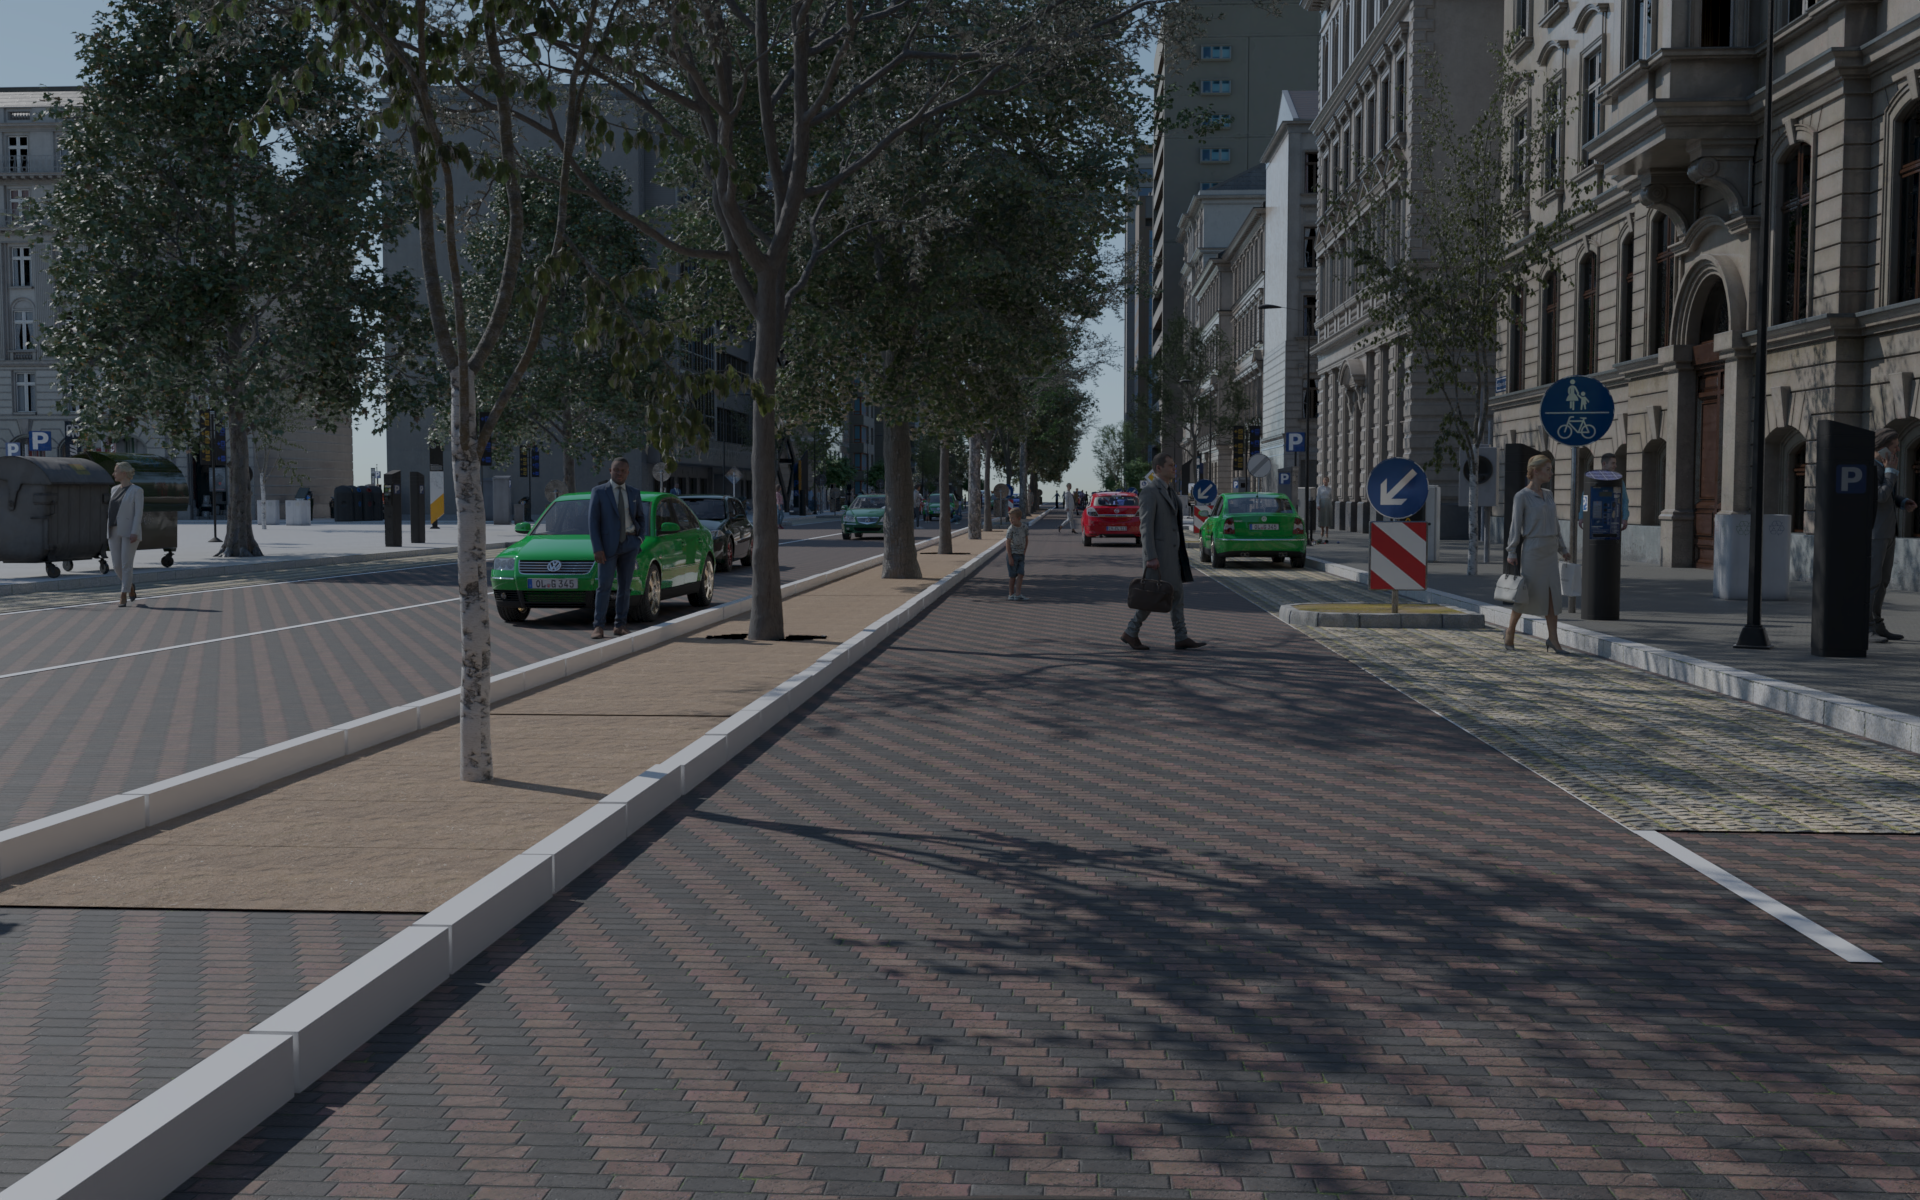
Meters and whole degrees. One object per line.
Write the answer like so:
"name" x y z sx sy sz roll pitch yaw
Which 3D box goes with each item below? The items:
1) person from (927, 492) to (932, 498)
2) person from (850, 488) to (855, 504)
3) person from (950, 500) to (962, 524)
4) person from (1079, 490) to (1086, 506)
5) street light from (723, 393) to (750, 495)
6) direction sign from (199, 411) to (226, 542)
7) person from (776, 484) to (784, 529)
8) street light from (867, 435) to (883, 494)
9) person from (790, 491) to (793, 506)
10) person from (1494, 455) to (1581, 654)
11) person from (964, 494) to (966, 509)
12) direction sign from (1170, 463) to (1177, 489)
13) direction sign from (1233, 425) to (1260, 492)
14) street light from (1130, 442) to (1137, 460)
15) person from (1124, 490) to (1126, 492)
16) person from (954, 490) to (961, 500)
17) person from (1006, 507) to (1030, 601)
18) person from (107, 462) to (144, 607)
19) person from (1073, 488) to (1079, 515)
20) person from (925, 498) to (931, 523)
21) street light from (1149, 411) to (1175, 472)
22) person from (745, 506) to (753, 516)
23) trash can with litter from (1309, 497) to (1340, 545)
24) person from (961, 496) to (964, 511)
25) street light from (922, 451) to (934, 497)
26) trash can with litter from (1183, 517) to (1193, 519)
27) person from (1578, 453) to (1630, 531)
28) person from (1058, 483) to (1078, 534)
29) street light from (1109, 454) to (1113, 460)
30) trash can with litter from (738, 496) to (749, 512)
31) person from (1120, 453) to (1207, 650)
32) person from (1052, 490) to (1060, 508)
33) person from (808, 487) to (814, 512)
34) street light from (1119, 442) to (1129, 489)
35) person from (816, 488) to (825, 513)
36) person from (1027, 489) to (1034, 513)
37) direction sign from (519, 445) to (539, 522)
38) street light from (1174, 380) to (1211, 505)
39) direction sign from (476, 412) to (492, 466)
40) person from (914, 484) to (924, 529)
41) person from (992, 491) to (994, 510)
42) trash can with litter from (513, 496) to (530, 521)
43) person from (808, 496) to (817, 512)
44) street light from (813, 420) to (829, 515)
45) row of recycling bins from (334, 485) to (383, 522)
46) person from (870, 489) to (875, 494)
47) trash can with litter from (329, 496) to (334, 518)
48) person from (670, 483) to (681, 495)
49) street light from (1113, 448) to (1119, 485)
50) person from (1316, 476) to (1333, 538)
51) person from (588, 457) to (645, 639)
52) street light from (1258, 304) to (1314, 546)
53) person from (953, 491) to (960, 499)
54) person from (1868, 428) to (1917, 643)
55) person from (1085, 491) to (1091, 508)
"person" -3.039 -9.894 171.730 0.593 1.643 0.415 -1 4 -17
"person" -8.364 -7.884 135.284 0.374 1.781 0.599 -1 4 -20
"person" -0.184 -4.175 82.259 0.738 1.151 1.012 -2 4 -31
"person" 11.548 -9.467 163.157 0.709 1.838 0.599 -1 4 -10
"street light" -10.337 -6.561 79.812 1.470 5.913 1.316 0 4 4
"direction sign" -19.834 -3.305 46.036 0.379 3.537 0.876 1 4 21
"person" -7.353 -3.797 70.593 0.388 1.821 0.555 -1 4 -12
"street light" -6.713 -9.983 135.765 1.470 5.913 1.316 0 4 4
"person" -13.149 -7.911 135.266 0.818 1.842 0.514 1 4 15
"person" 5.205 -0.414 15.617 0.694 1.780 0.624 -1 4 -14
"person" 0.480 -9.690 170.189 0.557 1.426 1.065 1 4 13
"direction sign" 15.662 -8.273 127.267 0.379 3.537 0.876 -2 4 -27
"direction sign" 9.466 -3.991 57.248 0.876 3.537 0.379 1 4 13
"street light" 13.116 -9.302 124.634 1.470 5.913 1.316 0 4 4
"person" 17.893 -11.144 189.070 0.721 1.723 1.217 0 4 8
"person" -0.435 -10.395 178.486 1.348 1.821 0.705 -3 5 -41
"person" 0.783 -0.622 23.347 0.332 1.250 0.352 1 4 10
"person" -10.695 -0.848 22.243 0.514 1.842 0.818 0 4 -4
"person" 7.723 -6.573 115.876 0.836 1.842 0.656 -1 4 -13
"person" -1.614 -4.505 86.848 0.352 1.250 0.332 3 4 36
"street light" 11.426 -7.589 96.613 1.470 5.913 1.316 0 4 4
"person" -10.558 -4.471 84.647 1.012 1.151 0.738 -1 4 -15
"trash can with litter" 8.980 -2.066 44.832 1.678 1.210 2.233 1 4 13
"person" 0.224 -8.125 145.595 0.306 1.304 0.590 2 4 29
"street light" -3.457 -13.034 185.646 1.470 5.913 1.316 0 4 4
"trash can with litter" 12.186 -4.842 90.231 2.233 1.210 1.678 0 3 0
"person" 8.847 -1.088 23.689 0.638 1.841 0.748 3 5 42
"person" 3.900 -3.324 62.732 0.818 1.842 0.514 -1 4 -9
"street light" 18.242 -14.011 201.627 1.470 5.913 1.316 0 4 4
"trash can with litter" -10.684 -4.401 83.339 0.624 1.170 1.055 2 4 33
"person" 1.876 -0.447 15.905 0.767 1.812 0.694 2 4 28
"person" 9.724 -10.139 174.265 0.705 1.826 1.348 3 5 42
"person" -10.667 -7.143 123.092 0.793 1.790 0.793 1 4 21
"street light" 15.068 -11.038 153.020 1.470 5.913 1.316 0 4 4
"person" -9.711 -6.892 119.730 0.522 1.701 0.512 2 4 35
"person" 4.767 -6.823 120.164 0.694 1.812 0.767 1 4 14
"direction sign" -19.832 -5.373 79.842 0.876 3.537 0.379 -1 4 -9
"street light" 9.624 -5.986 70.416 1.470 5.913 1.316 0 4 4
"direction sign" -13.287 -3.404 47.654 0.876 3.537 0.379 -3 5 -42
"person" -1.887 -3.857 71.404 0.795 1.843 0.661 0 4 2
"person" 2.918 -9.112 158.003 0.721 1.766 1.217 2 4 27
"trash can with litter" -20.627 -4.279 81.356 1.055 1.170 0.624 3 4 37
"person" -10.376 -6.689 120.907 0.738 1.151 1.012 3 5 40
"street light" -8.508 -8.276 107.851 1.470 5.913 1.316 0 4 4
"row of recycling bins" -28.512 -4.581 82.011 1.069 1.692 3.534 1 4 11
"person" -7.357 -8.475 145.439 0.563 1.720 0.643 1 4 8
"trash can with litter" -32.435 -4.844 90.581 1.055 1.170 0.624 -1 4 -11
"person" -13.196 -4.534 80.363 0.419 1.800 0.721 3 5 41
"street light" 16.338 -12.257 172.946 1.470 5.913 1.316 0 4 4
"person" 10.624 -2.704 50.478 0.478 1.798 0.641 1 4 10
"person" -3.473 -0.535 17.429 0.721 1.800 0.419 -3 5 -41
"street light" 7.981 -4.277 42.475 1.470 5.913 1.316 0 4 4
"person" -0.581 -11.744 200.525 1.348 1.823 0.705 3 5 44
"person" 8.043 -0.562 15.033 0.447 1.846 0.655 3 5 43
"person" 12.880 -10.192 175.852 1.217 1.735 0.721 2 4 31
